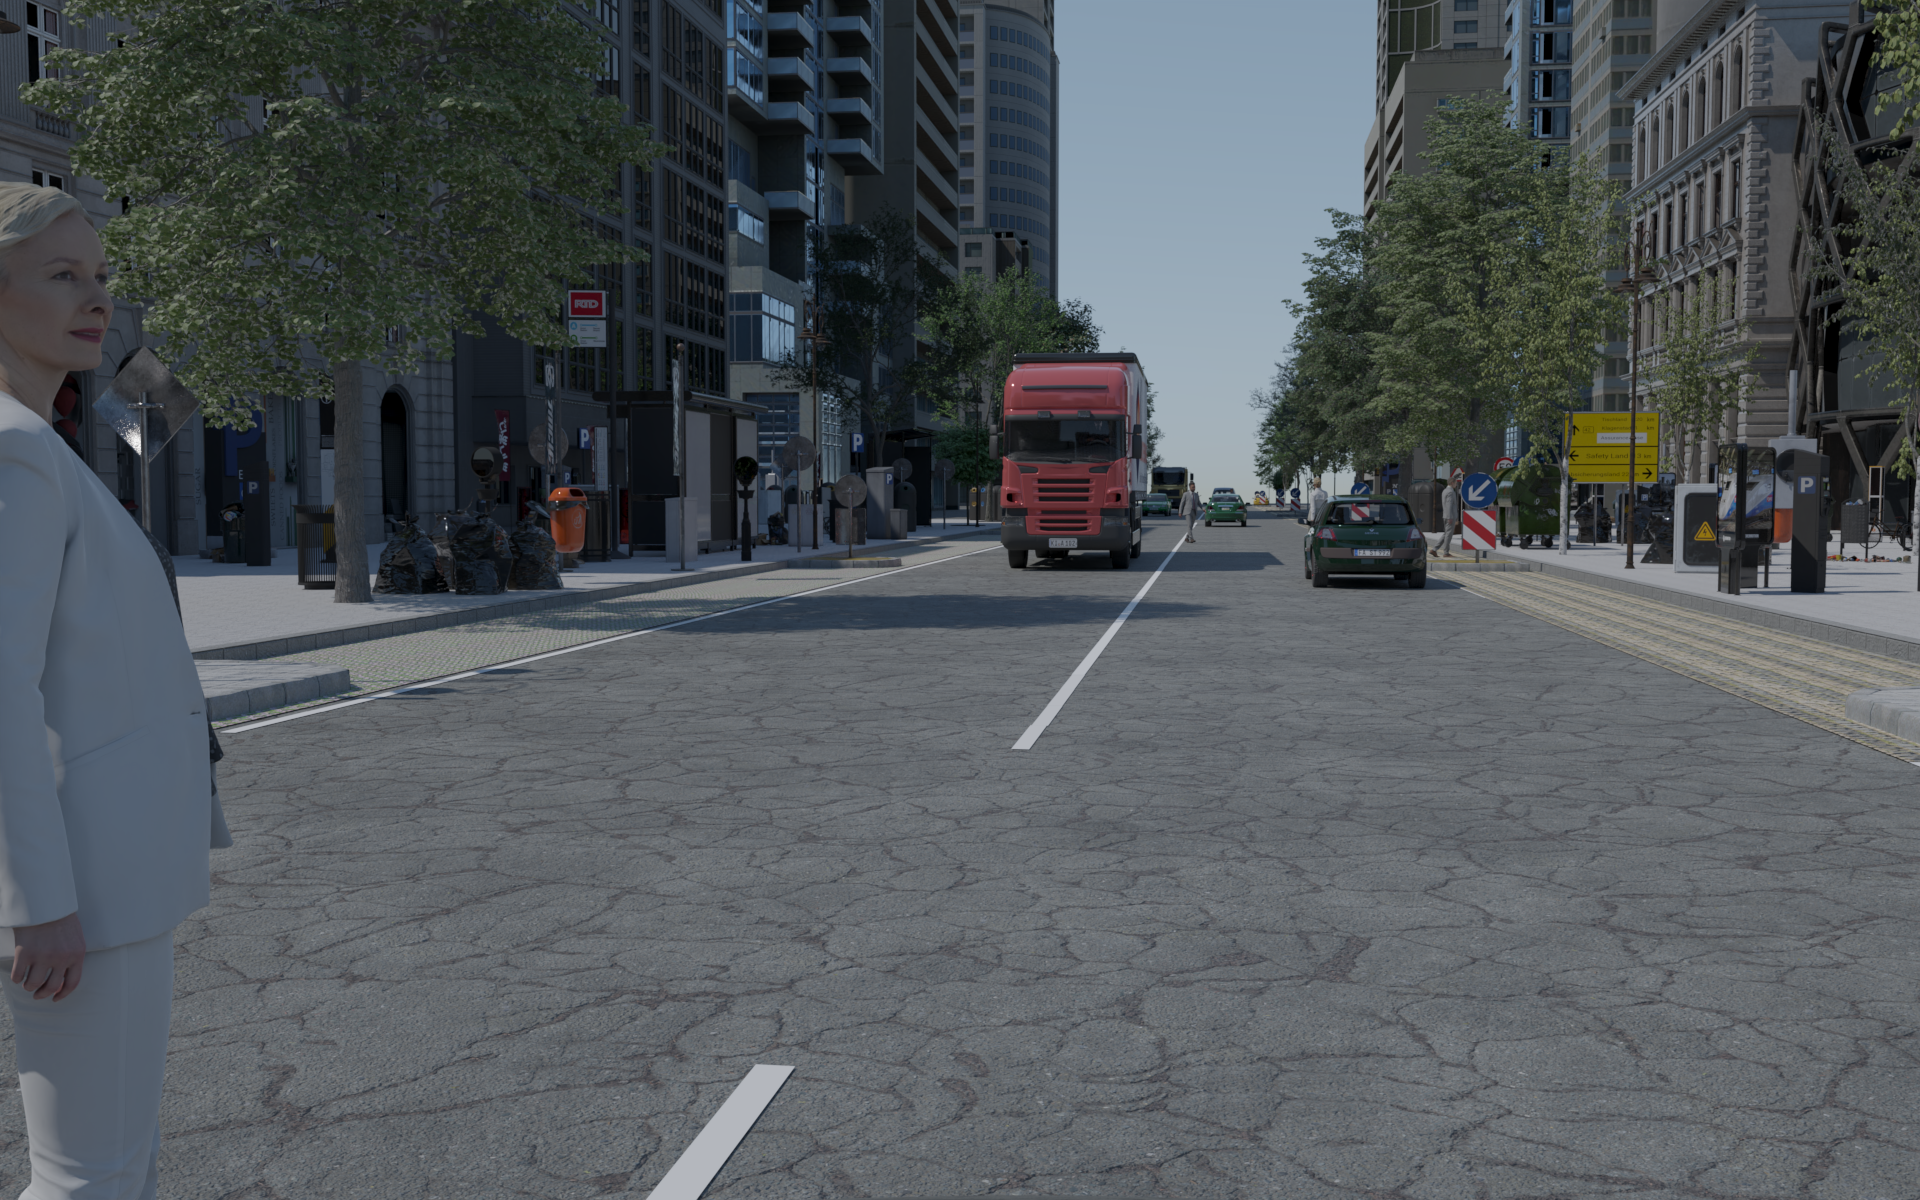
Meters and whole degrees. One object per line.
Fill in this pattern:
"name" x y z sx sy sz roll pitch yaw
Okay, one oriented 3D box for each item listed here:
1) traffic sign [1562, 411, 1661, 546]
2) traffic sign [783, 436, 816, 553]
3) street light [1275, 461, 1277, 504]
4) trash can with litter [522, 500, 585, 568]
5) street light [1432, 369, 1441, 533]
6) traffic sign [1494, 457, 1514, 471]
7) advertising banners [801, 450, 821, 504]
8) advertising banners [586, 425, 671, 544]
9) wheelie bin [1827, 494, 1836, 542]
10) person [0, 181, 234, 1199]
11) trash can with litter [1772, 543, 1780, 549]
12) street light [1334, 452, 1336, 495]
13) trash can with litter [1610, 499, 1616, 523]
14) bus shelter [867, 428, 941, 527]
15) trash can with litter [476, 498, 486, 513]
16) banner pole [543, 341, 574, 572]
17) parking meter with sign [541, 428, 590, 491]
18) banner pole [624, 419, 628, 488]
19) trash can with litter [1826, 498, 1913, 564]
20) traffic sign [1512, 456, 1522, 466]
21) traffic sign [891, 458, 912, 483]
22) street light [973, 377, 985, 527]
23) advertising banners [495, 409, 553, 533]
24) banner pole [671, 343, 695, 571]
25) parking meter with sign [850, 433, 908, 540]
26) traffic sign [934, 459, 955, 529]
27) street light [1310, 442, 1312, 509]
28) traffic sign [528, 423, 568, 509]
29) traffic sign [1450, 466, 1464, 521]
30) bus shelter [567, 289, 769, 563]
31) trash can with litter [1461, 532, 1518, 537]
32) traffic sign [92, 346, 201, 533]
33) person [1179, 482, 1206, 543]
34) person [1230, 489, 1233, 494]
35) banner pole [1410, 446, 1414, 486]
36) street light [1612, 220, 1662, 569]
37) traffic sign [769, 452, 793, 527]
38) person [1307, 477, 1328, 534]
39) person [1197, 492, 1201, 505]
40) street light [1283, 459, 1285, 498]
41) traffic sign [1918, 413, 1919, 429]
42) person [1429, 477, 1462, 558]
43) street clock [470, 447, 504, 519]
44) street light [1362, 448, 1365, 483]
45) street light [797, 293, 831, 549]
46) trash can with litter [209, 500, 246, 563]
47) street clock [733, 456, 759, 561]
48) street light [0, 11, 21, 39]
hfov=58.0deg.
"traffic sign" 15.974 -2.978 42.564 2.265 3.308 0.079 1 4 12
"traffic sign" -3.533 -2.315 37.954 0.768 2.556 0.104 1 4 14
"street light" 39.231 -14.803 214.820 0.468 5.910 1.993 1 4 8
"trash can with litter" -7.066 -1.148 30.159 1.055 1.170 0.624 0 4 8
"street light" 15.472 -5.109 56.312 0.468 5.910 1.993 1 4 8
"traffic sign" 18.623 -3.616 59.231 0.768 2.556 0.104 1 4 9
"advertising banners" -6.046 -4.535 70.332 0.090 3.025 2.074 -2 4 -26
"advertising banners" -8.477 -2.935 44.181 2.074 3.025 0.090 -2 4 -24
"wheelie bin" 22.986 -2.357 46.453 0.693 1.594 0.980 0 4 -7
"person" -1.266 0.372 2.293 0.514 1.842 0.818 2 4 35
"trash can with litter" 18.762 -1.772 40.353 0.624 1.170 1.055 1 4 13
"street light" 22.799 -8.105 105.299 0.468 5.910 1.993 1 4 8
"trash can with litter" 28.770 -3.941 75.821 1.055 1.170 0.624 -2 4 -34
"bus shelter" -2.052 -4.495 64.770 1.731 3.624 6.357 1 4 9
"trash can with litter" -11.245 -1.879 41.775 1.678 1.210 2.233 1 4 9
"banner pole" -6.597 -2.333 28.170 0.401 3.779 0.863 0 4 7
"parking meter with sign" -10.731 -3.045 46.046 1.738 3.016 0.543 1 4 17
"banner pole" -9.219 -3.541 47.910 0.401 3.779 0.863 0 4 -5
"trash can with litter" 17.177 -1.320 32.639 1.678 1.210 2.233 -2 4 -32
"traffic sign" 18.696 -3.510 57.502 0.768 2.556 0.104 1 4 13
"traffic sign" -2.081 -3.754 61.489 0.768 2.556 0.104 1 4 13
"street light" 0.667 -5.746 66.729 0.468 5.910 1.993 1 4 8
"advertising banners" -9.186 -2.469 36.548 0.090 3.025 2.074 1 4 20
"banner pole" -4.653 -2.363 28.657 0.401 3.779 0.863 0 4 3
"parking meter with sign" -2.269 -3.225 48.993 1.738 3.016 0.543 2 4 35
"traffic sign" -0.567 -3.835 62.806 0.768 2.556 0.104 1 4 13
"street light" 26.783 -9.740 132.038 0.468 5.910 1.993 1 4 8
"traffic sign" -7.325 -1.876 30.780 0.768 2.556 0.104 1 4 13
"traffic sign" 21.063 -4.481 73.267 0.884 2.594 0.081 1 4 14
"bus shelter" -6.219 -3.603 36.538 2.179 5.291 8.768 1 4 8
"trash can with litter" 15.902 -2.496 51.867 2.233 1.210 1.678 -1 4 -14
"traffic sign" -5.528 -0.498 11.780 0.795 2.450 0.064 1 4 8
"person" 6.767 -2.564 50.703 0.678 1.792 0.850 -1 4 -23
"person" 16.073 -5.736 102.830 0.434 1.755 0.990 -1 4 -14
"banner pole" 19.881 -5.271 76.204 0.401 3.779 0.863 2 4 26
"street light" 11.505 -3.473 29.570 0.468 5.910 1.993 1 4 8
"traffic sign" -4.885 -2.845 47.706 0.795 2.450 0.064 1 4 14
"person" 7.832 -1.775 37.749 0.478 1.798 0.641 0 4 -7
"person" 31.336 -13.366 227.569 0.750 1.759 0.617 0 4 -8
"street light" 35.114 -13.158 187.921 0.468 5.910 1.993 1 4 8
"traffic sign" 11.888 -1.266 20.798 0.768 2.556 0.104 1 4 13
"person" 10.985 -1.849 38.845 0.853 1.813 0.709 0 4 -2
"street clock" -7.264 -1.351 26.653 0.471 2.002 0.358 2 4 26
"street light" 19.489 -6.779 83.623 0.468 5.910 1.993 1 4 8
"street light" -3.355 -4.111 39.995 0.468 5.910 1.993 1 4 8
"trash can with litter" -13.638 -1.275 32.238 1.055 1.170 0.624 3 4 37
"street clock" -4.095 -1.747 33.134 0.471 2.002 0.358 -1 4 -12
"street light" -7.450 -2.427 12.464 0.468 5.910 1.993 1 4 8
